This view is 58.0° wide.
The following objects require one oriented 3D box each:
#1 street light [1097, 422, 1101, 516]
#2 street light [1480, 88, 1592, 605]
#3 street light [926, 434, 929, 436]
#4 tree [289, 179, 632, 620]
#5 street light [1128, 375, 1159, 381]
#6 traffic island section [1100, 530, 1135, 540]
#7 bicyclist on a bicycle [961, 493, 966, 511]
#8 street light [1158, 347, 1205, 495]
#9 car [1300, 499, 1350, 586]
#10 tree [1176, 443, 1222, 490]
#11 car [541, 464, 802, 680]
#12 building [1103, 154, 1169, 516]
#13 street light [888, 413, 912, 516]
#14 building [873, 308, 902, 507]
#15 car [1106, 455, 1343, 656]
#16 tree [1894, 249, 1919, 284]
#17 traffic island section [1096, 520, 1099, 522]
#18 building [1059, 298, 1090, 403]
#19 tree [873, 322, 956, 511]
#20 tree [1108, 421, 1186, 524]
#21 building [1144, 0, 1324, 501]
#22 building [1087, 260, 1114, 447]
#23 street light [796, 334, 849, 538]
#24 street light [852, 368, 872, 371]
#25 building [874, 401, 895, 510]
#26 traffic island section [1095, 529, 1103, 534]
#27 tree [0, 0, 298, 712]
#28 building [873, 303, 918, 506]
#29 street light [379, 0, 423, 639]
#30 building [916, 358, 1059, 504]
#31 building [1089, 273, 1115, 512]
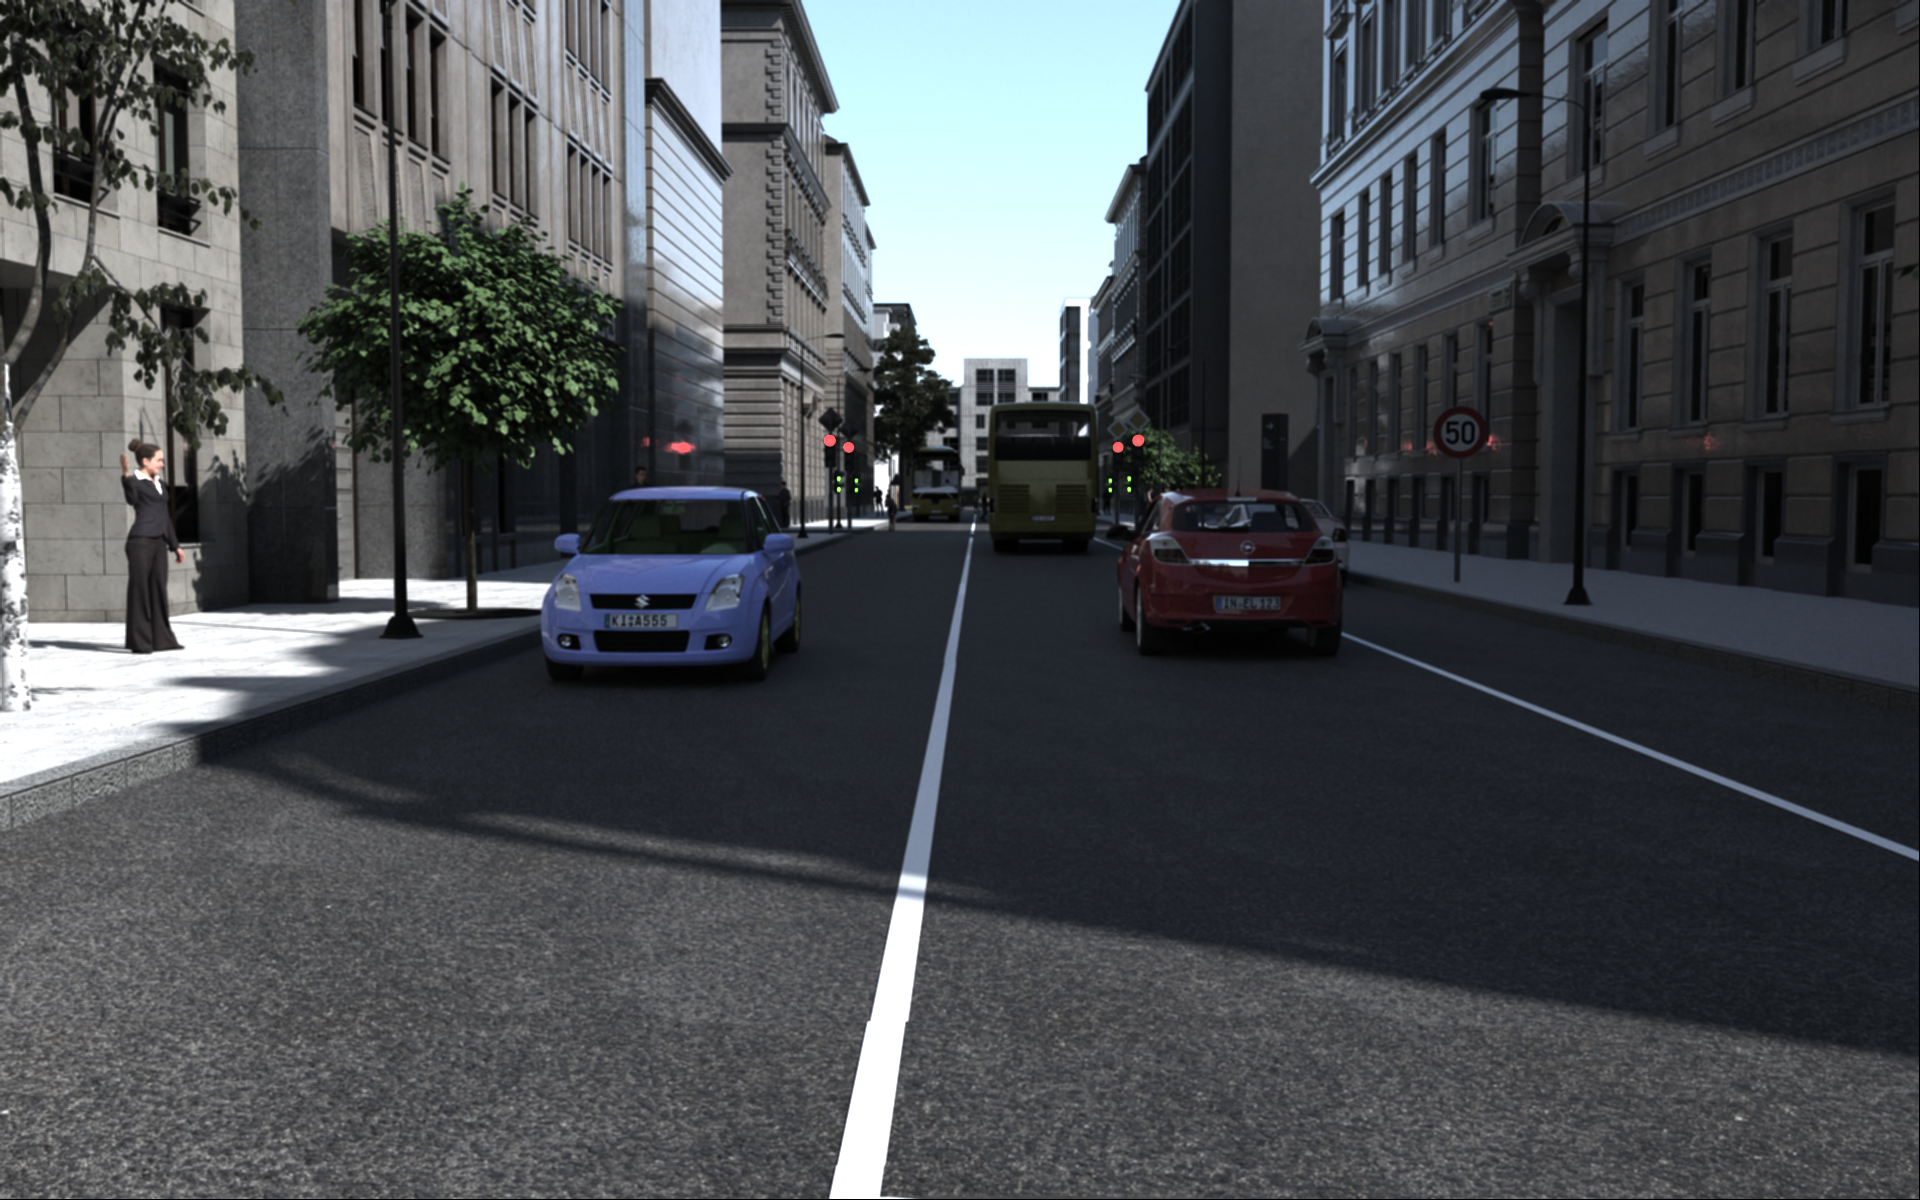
[{"bbox_3d":[7.649,-7.964,102.754,1.470,5.913,1.316,0,4,1],"label":"street light"},{"bbox_3d":[6.642,-2.901,19.969,1.470,5.913,1.316,0,4,1],"label":"street light"},{"bbox_3d":[-3.097,-9.916,134.666,1.470,5.913,1.316,0,4,1],"label":"street light"},{"bbox_3d":[-5.236,-2.117,18.324,4.285,4.588,4.351,0,3,0],"label":"tree"},{"bbox_3d":[7.260,-5.816,67.627,1.470,5.913,1.316,0,4,1],"label":"street light"},{"bbox_3d":[5.684,-2.028,55.438,2.009,0.180,2.903,0,4,1],"label":"traffic island section"},{"bbox_3d":[0.139,-8.189,143.914,1.499,1.676,1.625,0,4,1],"label":"bicyclist on a bicycle"},{"bbox_3d":[7.187,-5.043,54.999,1.470,5.913,1.316,0,4,1],"label":"street light"},{"bbox_3d":[5.158,-0.988,28.515,2.083,1.381,4.827,0,4,1],"label":"car"},{"bbox_3d":[8.669,-4.275,64.501,1.663,3.219,1.824,0,3,0],"label":"tree"},{"bbox_3d":[-2.309,-0.296,14.434,1.945,1.707,3.694,0,4,0],"label":"car"},{"bbox_3d":[15.249,-17.149,109.260,11.050,23.489,19.941,0,4,1],"label":"building"},{"bbox_3d":[-3.456,-7.773,99.634,1.470,5.913,1.316,0,4,1],"label":"street light"},{"bbox_3d":[-13.728,-19.410,173.768,16.016,20.091,11.380,0,4,1],"label":"building"},{"bbox_3d":[2.520,-0.478,16.857,2.155,1.783,4.494,0,4,2],"label":"car"},{"bbox_3d":[7.280,-1.606,9.965,4.285,4.588,4.351,0,3,0],"label":"tree"},{"bbox_3d":[6.043,-4.007,88.383,1.991,0.108,1.994,0,4,1],"label":"traffic island section"},{"bbox_3d":[25.069,-21.548,196.283,27.936,21.610,32.646,0,4,1],"label":"building"},{"bbox_3d":[-4.181,-13.500,128.155,7.806,13.903,7.818,0,3,0],"label":"tree"},{"bbox_3d":[8.081,-5.540,74.289,4.285,4.588,4.351,0,3,0],"label":"tree"},{"bbox_3d":[17.374,-17.944,86.893,14.314,27.812,24.014,0,4,1],"label":"building"},{"bbox_3d":[18.816,-17.680,145.489,16.016,20.091,11.380,0,4,1],"label":"building"},{"bbox_3d":[-4.040,-4.756,50.299,1.470,5.913,1.316,0,4,1],"label":"street light"},{"bbox_3d":[-3.944,-5.588,63.901,1.470,5.913,1.316,0,4,1],"label":"street light"},{"bbox_3d":[-10.145,-12.924,153.454,9.099,9.664,28.070,0,4,1],"label":"building"},{"bbox_3d":[5.772,-2.516,63.423,2.009,0.180,2.903,0,4,1],"label":"traffic island section"},{"bbox_3d":[-5.525,-3.634,9.776,4.360,8.622,3.978,0,3,0],"label":"tree"},{"bbox_3d":[-21.546,-21.736,199.363,32.646,21.610,27.936,0,4,1],"label":"building"},{"bbox_3d":[-4.446,-2.613,15.267,1.470,5.913,1.316,0,4,1],"label":"street light"},{"bbox_3d":[0.503,-22.406,232.802,31.486,18.905,16.747,0,4,1],"label":"building"},{"bbox_3d":[15.484,-16.168,128.968,10.561,19.102,19.286,0,4,1],"label":"building"}]
